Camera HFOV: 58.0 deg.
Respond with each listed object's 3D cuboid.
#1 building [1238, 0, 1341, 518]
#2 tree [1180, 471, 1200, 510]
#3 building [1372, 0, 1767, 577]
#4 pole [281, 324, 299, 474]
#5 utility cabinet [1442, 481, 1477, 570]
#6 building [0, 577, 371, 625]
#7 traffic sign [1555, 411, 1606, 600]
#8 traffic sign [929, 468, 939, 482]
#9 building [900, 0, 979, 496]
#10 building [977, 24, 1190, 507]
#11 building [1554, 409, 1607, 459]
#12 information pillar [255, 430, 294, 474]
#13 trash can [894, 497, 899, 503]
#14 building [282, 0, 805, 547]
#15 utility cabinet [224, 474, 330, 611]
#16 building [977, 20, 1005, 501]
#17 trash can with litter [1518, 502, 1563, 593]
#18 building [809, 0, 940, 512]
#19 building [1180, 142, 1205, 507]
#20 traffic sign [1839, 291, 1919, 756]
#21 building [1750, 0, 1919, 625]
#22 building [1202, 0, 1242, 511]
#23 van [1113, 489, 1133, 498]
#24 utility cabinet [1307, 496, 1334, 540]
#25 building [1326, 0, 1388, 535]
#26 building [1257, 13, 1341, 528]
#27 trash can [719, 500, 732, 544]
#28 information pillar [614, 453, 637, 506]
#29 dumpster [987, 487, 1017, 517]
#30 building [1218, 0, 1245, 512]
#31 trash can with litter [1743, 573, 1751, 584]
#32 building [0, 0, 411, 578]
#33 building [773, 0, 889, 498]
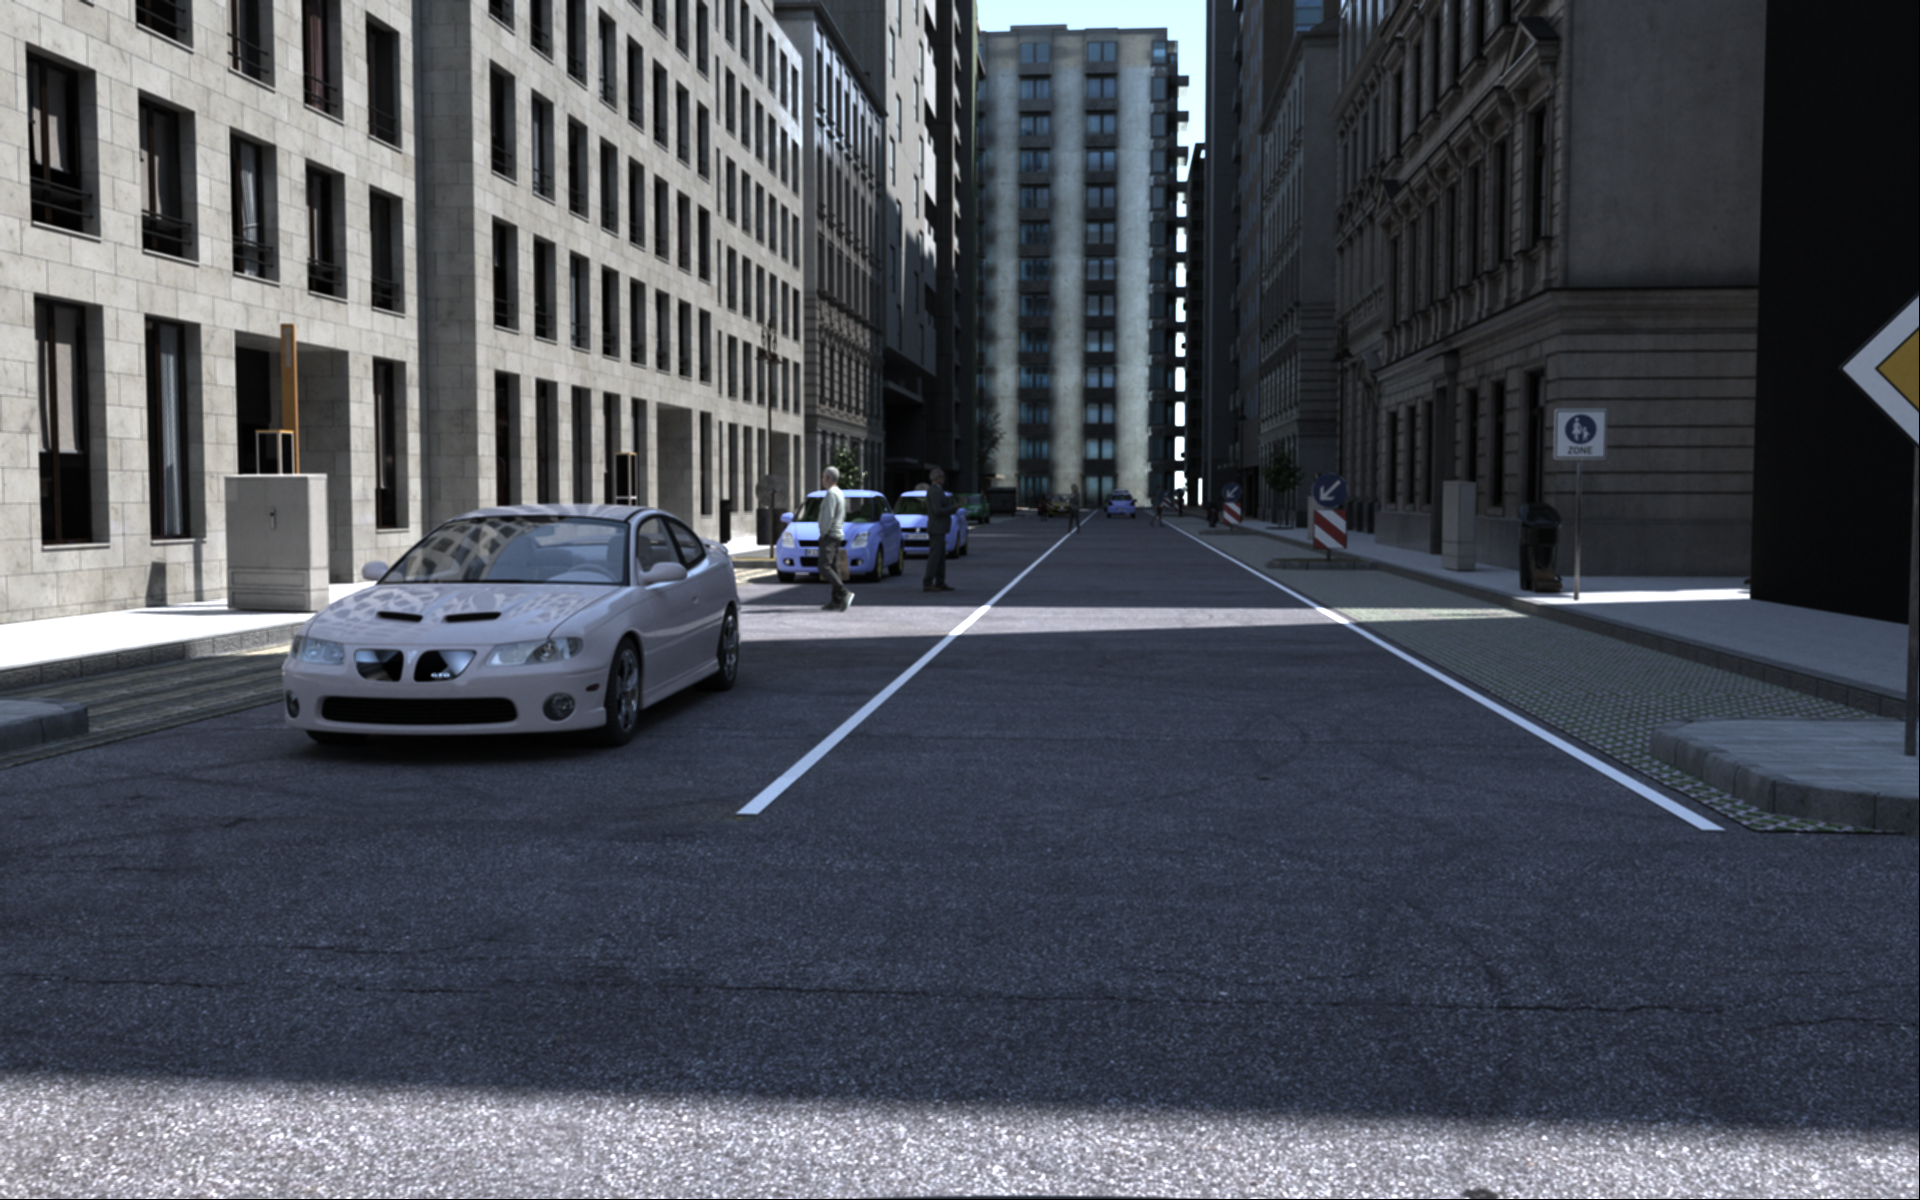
[{"bbox_3d":[22.206,-26.934,90.484,14.600,45.320,14.200,0,4,5],"label":"building"},{"bbox_3d":[19.014,-9.117,143.661,1.663,3.219,1.824,0,3,0],"label":"tree"},{"bbox_3d":[14.681,-10.425,35.069,10.561,19.102,19.286,0,4,5],"label":"building"},{"bbox_3d":[-8.061,-1.654,20.881,0.158,3.312,0.155,0,3,0],"label":"pole"},{"bbox_3d":[8.418,-1.254,29.183,0.318,1.500,1.173,0,4,3],"label":"utility cabinet"},{"bbox_3d":[-14.352,-10.051,19.083,10.420,20.320,16.860,0,4,5],"label":"building"},{"bbox_3d":[7.449,-1.146,20.865,0.606,2.300,0.079,0,4,8],"label":"traffic sign"},{"bbox_3d":[-1.174,-5.174,84.706,0.768,2.556,0.104,1,4,14],"label":"traffic sign"},{"bbox_3d":[-6.286,-26.631,119.010,14.154,41.232,14.086,0,4,5],"label":"building"},{"bbox_3d":[8.120,-34.253,179.651,30.456,49.044,23.786,0,4,5],"label":"building"},{"bbox_3d":[56.884,-22.978,147.398,14.107,30.474,14.160,0,4,5],"label":"building"},{"bbox_3d":[-7.927,-0.954,20.090,0.304,2.012,0.304,1,4,9],"label":"information pillar"},{"bbox_3d":[-2.804,-4.390,83.423,0.748,1.137,0.748,0,3,0],"label":"trash can"},{"bbox_3d":[-11.393,-12.101,52.610,10.420,20.320,16.860,0,4,5],"label":"building"},{"bbox_3d":[-7.471,-0.626,18.921,1.173,1.500,0.318,1,4,23],"label":"utility cabinet"},{"bbox_3d":[-11.203,-30.292,149.894,28.867,44.769,22.147,0,4,5],"label":"building"},{"bbox_3d":[7.753,-0.704,22.898,0.624,1.170,1.055,0,4,4],"label":"trash can with litter"},{"bbox_3d":[-15.815,-31.158,98.677,28.713,52.752,27.495,0,4,5],"label":"building"},{"bbox_3d":[35.612,-29.957,181.684,23.993,40.220,32.217,0,4,5],"label":"building"},{"bbox_3d":[4.661,-0.293,8.438,0.795,2.450,0.064,0,4,5],"label":"traffic sign"},{"bbox_3d":[17.004,-11.254,13.688,15.834,23.373,12.332,0,4,5],"label":"building"},{"bbox_3d":[30.617,-36.691,141.892,21.231,58.520,28.212,0,4,5],"label":"building"},{"bbox_3d":[14.249,-8.944,153.250,2.013,2.044,4.112,0,4,7],"label":"van"},{"bbox_3d":[9.965,-2.244,47.854,0.306,1.237,1.020,-1,4,-15],"label":"utility cabinet"},{"bbox_3d":[17.907,-13.787,54.302,11.050,23.489,19.941,0,4,5],"label":"building"},{"bbox_3d":[18.238,-13.732,73.667,9.793,20.994,18.267,0,4,5],"label":"building"},{"bbox_3d":[-6.276,-2.044,45.072,0.748,1.137,0.748,0,3,0],"label":"trash can"},{"bbox_3d":[-5.970,-1.619,30.962,0.304,2.012,0.304,1,4,13],"label":"information pillar"},{"bbox_3d":[2.556,-6.006,106.406,1.865,1.857,1.264,0,4,6],"label":"dumpster"},{"bbox_3d":[29.448,-30.156,112.664,23.786,49.044,30.456,0,4,5],"label":"building"},{"bbox_3d":[10.908,-0.707,22.948,0.624,1.170,1.055,-2,4,-29],"label":"trash can with litter"},{"bbox_3d":[-12.057,-11.072,35.774,10.420,20.320,16.860,0,4,5],"label":"building"},{"bbox_3d":[-8.930,-13.550,70.691,9.793,20.994,18.267,0,4,5],"label":"building"}]
